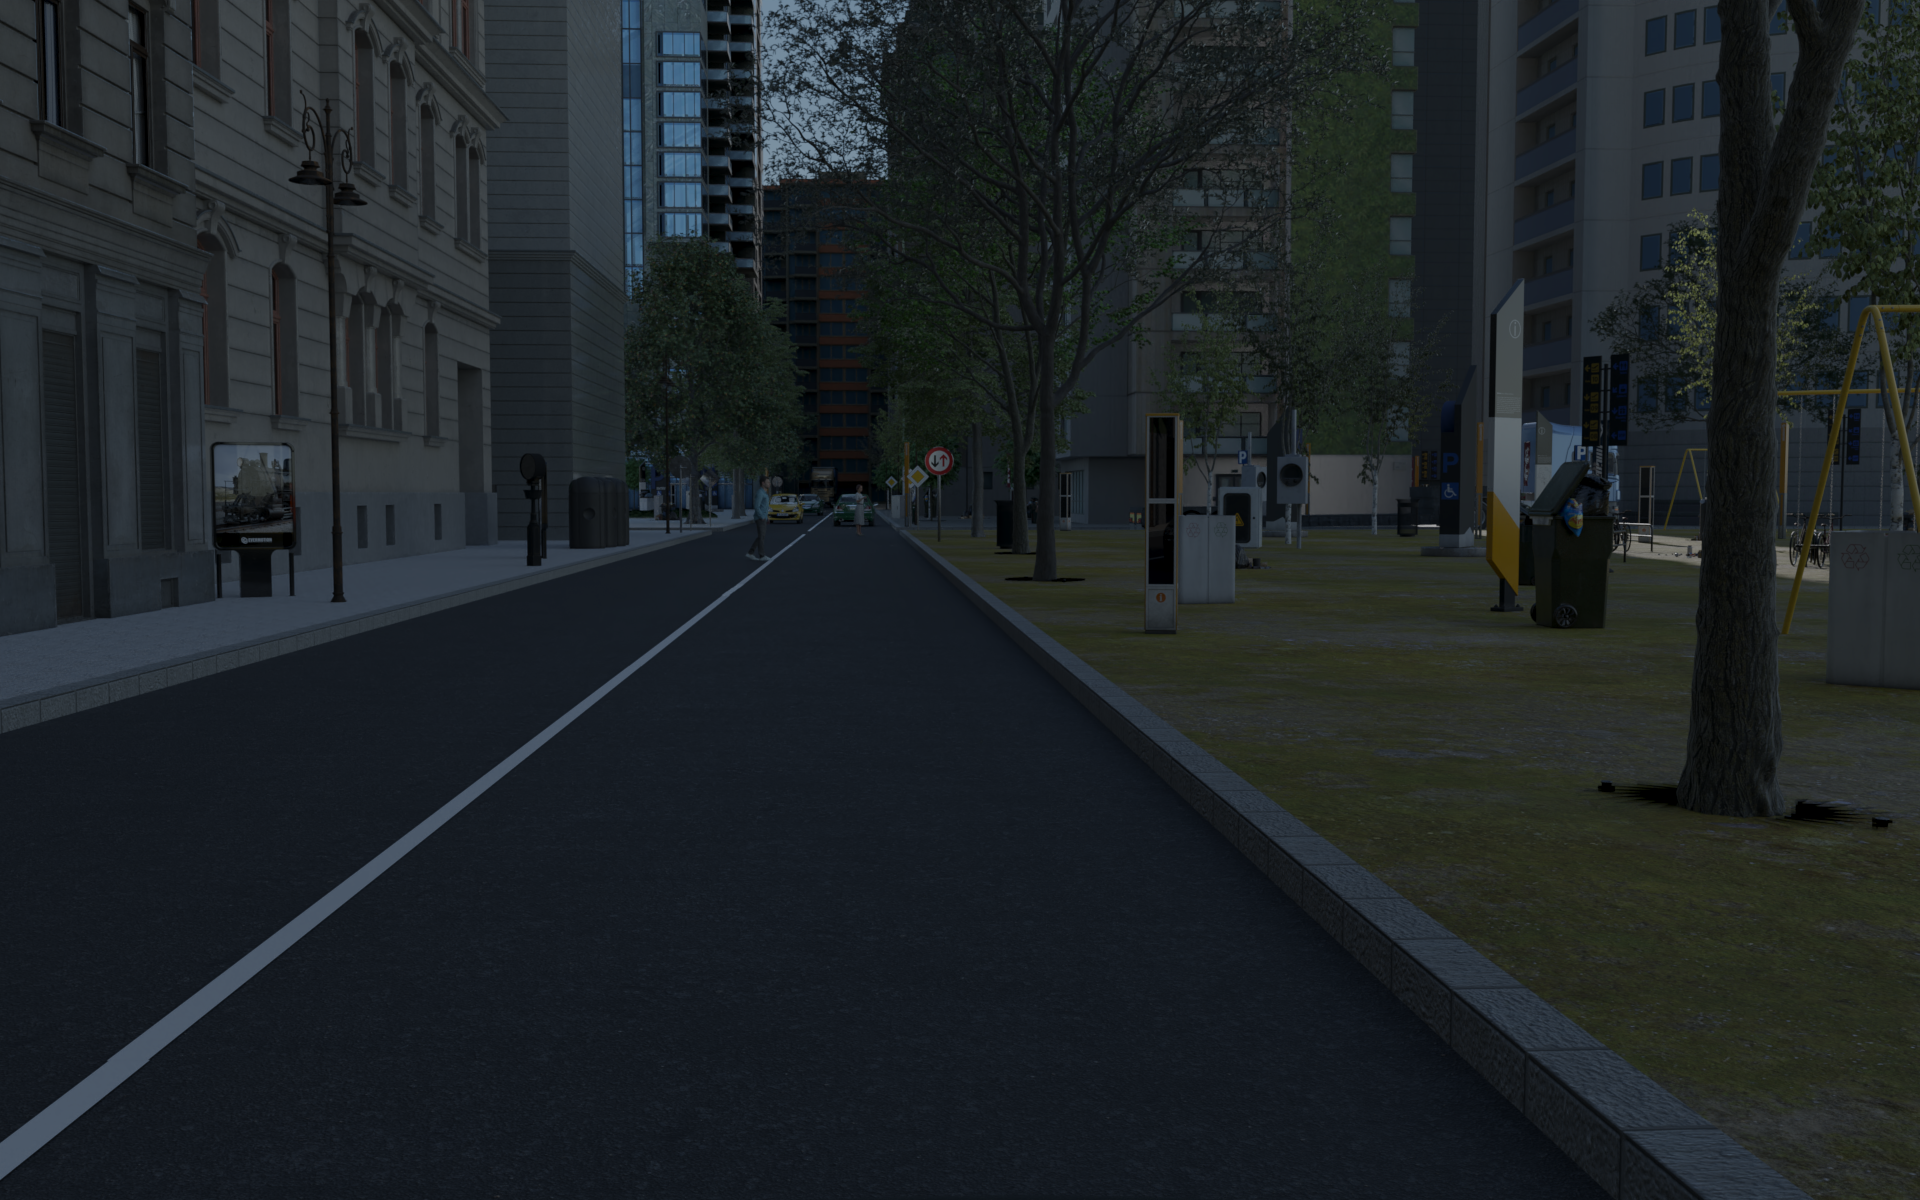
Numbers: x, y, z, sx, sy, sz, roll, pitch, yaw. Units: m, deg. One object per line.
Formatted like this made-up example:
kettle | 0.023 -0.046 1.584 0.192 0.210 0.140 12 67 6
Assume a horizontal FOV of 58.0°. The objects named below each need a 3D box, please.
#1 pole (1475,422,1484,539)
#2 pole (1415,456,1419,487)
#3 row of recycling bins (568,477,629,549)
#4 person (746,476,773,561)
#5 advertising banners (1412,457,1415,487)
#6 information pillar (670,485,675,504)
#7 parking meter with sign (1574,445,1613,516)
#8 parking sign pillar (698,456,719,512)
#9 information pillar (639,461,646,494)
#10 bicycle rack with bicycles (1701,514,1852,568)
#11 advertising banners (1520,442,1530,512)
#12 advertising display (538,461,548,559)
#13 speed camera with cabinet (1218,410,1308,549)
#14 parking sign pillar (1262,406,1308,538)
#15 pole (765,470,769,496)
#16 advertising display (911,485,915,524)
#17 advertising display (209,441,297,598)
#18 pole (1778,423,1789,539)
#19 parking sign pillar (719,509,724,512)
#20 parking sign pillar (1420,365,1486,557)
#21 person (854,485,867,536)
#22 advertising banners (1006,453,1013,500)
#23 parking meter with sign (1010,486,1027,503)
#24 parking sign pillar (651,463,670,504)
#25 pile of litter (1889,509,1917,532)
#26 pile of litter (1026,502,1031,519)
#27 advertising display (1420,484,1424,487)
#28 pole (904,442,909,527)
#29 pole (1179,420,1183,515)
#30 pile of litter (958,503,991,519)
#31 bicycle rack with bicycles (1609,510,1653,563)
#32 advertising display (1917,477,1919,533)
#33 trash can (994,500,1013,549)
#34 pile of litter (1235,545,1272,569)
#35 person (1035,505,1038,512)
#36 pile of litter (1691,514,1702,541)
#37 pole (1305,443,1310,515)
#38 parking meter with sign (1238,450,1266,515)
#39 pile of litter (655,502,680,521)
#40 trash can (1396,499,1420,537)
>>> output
pole | 14.773 -3.390 49.276 0.158 3.312 0.155 0 3 0
pole | 24.462 -6.051 92.773 0.158 3.312 0.155 0 3 0
row of recycling bins | -8.726 -2.144 42.163 1.069 1.692 3.534 0 4 1
person | -4.334 -1.764 37.360 0.620 1.820 0.660 0 4 -2
advertising banners | 21.768 -5.187 80.998 2.074 3.025 0.090 1 4 15
information pillar | -22.519 -8.033 135.830 0.304 2.012 0.304 -1 4 -21
parking meter with sign | 22.263 -3.947 60.786 0.543 3.016 1.738 -1 4 -14
parking sign pillar | -18.043 -8.152 121.751 1.447 3.967 1.447 0 4 7
information pillar | -22.356 -7.993 122.035 0.183 3.616 0.504 3 5 44
bicycle rack with bicycles | 14.955 -1.112 31.559 2.852 0.926 2.925 3 5 44
advertising banners | 18.911 -3.825 58.729 0.090 3.025 2.074 0 4 -3
advertising display | -8.350 -1.801 34.664 0.123 1.923 0.974 -1 4 -17
speed camera with cabinet | 7.127 -2.838 40.744 2.038 3.252 0.660 1 4 16
parking sign pillar | 9.683 -3.869 51.727 1.447 3.967 1.447 -1 4 -22
pole | -12.680 -7.336 113.783 0.158 3.312 0.155 0 3 0
advertising display | -1.930 -4.189 73.711 0.123 1.923 0.974 -1 4 -13
advertising display | -8.765 -0.996 21.504 0.974 1.923 0.123 -2 4 -32
pole | 23.547 -3.405 49.523 0.158 3.312 0.155 0 3 0
parking sign pillar | -17.834 -8.369 125.308 1.447 3.967 1.447 -1 4 -15
parking sign pillar | 10.287 -2.893 35.769 1.447 3.967 1.447 2 4 29
person | -3.403 -3.108 59.892 0.524 1.755 0.480 1 4 18
advertising banners | 2.312 -4.785 74.419 0.090 3.025 2.074 1 4 20
parking meter with sign | 3.040 -5.939 93.355 0.543 3.016 1.738 3 5 42
parking sign pillar | -20.900 -8.095 120.828 1.447 3.967 1.447 1 4 20
pile of litter | 27.154 -2.188 49.731 1.176 0.858 1.719 -1 4 -21
pile of litter | 3.277 -4.693 90.689 1.719 0.858 1.176 -3 5 -40
advertising display | 30.921 -6.777 116.016 0.123 1.923 0.974 0 4 8
pole | -2.086 -4.537 68.028 0.158 3.312 0.155 0 3 0
pole | 6.070 -3.314 48.021 0.158 3.312 0.155 0 3 0
pile of litter | 0.778 -4.672 90.360 1.719 0.858 1.176 0 4 5
bicycle rack with bicycles | 11.067 -1.142 32.060 2.852 0.926 2.925 2 4 31
advertising display | 26.974 -2.623 48.094 0.974 1.923 0.123 -1 4 -15
trash can | 1.158 -1.768 40.561 0.748 1.137 0.748 0 3 0
pile of litter | 4.632 -0.998 30.276 1.176 0.858 1.719 -2 4 -34
person | 3.225 -3.495 66.226 0.593 1.750 0.643 2 4 35
pile of litter | 20.705 -2.049 47.463 1.176 0.858 1.719 -1 4 -9
pole | 13.926 -4.619 69.356 0.158 3.312 0.155 0 3 0
parking meter with sign | 12.018 -4.496 69.767 1.738 3.016 0.543 -2 4 -34
pile of litter | -14.358 -4.305 84.347 1.719 0.858 1.176 1 4 12
trash can | 13.418 -2.462 51.912 0.748 1.137 0.748 0 3 0
